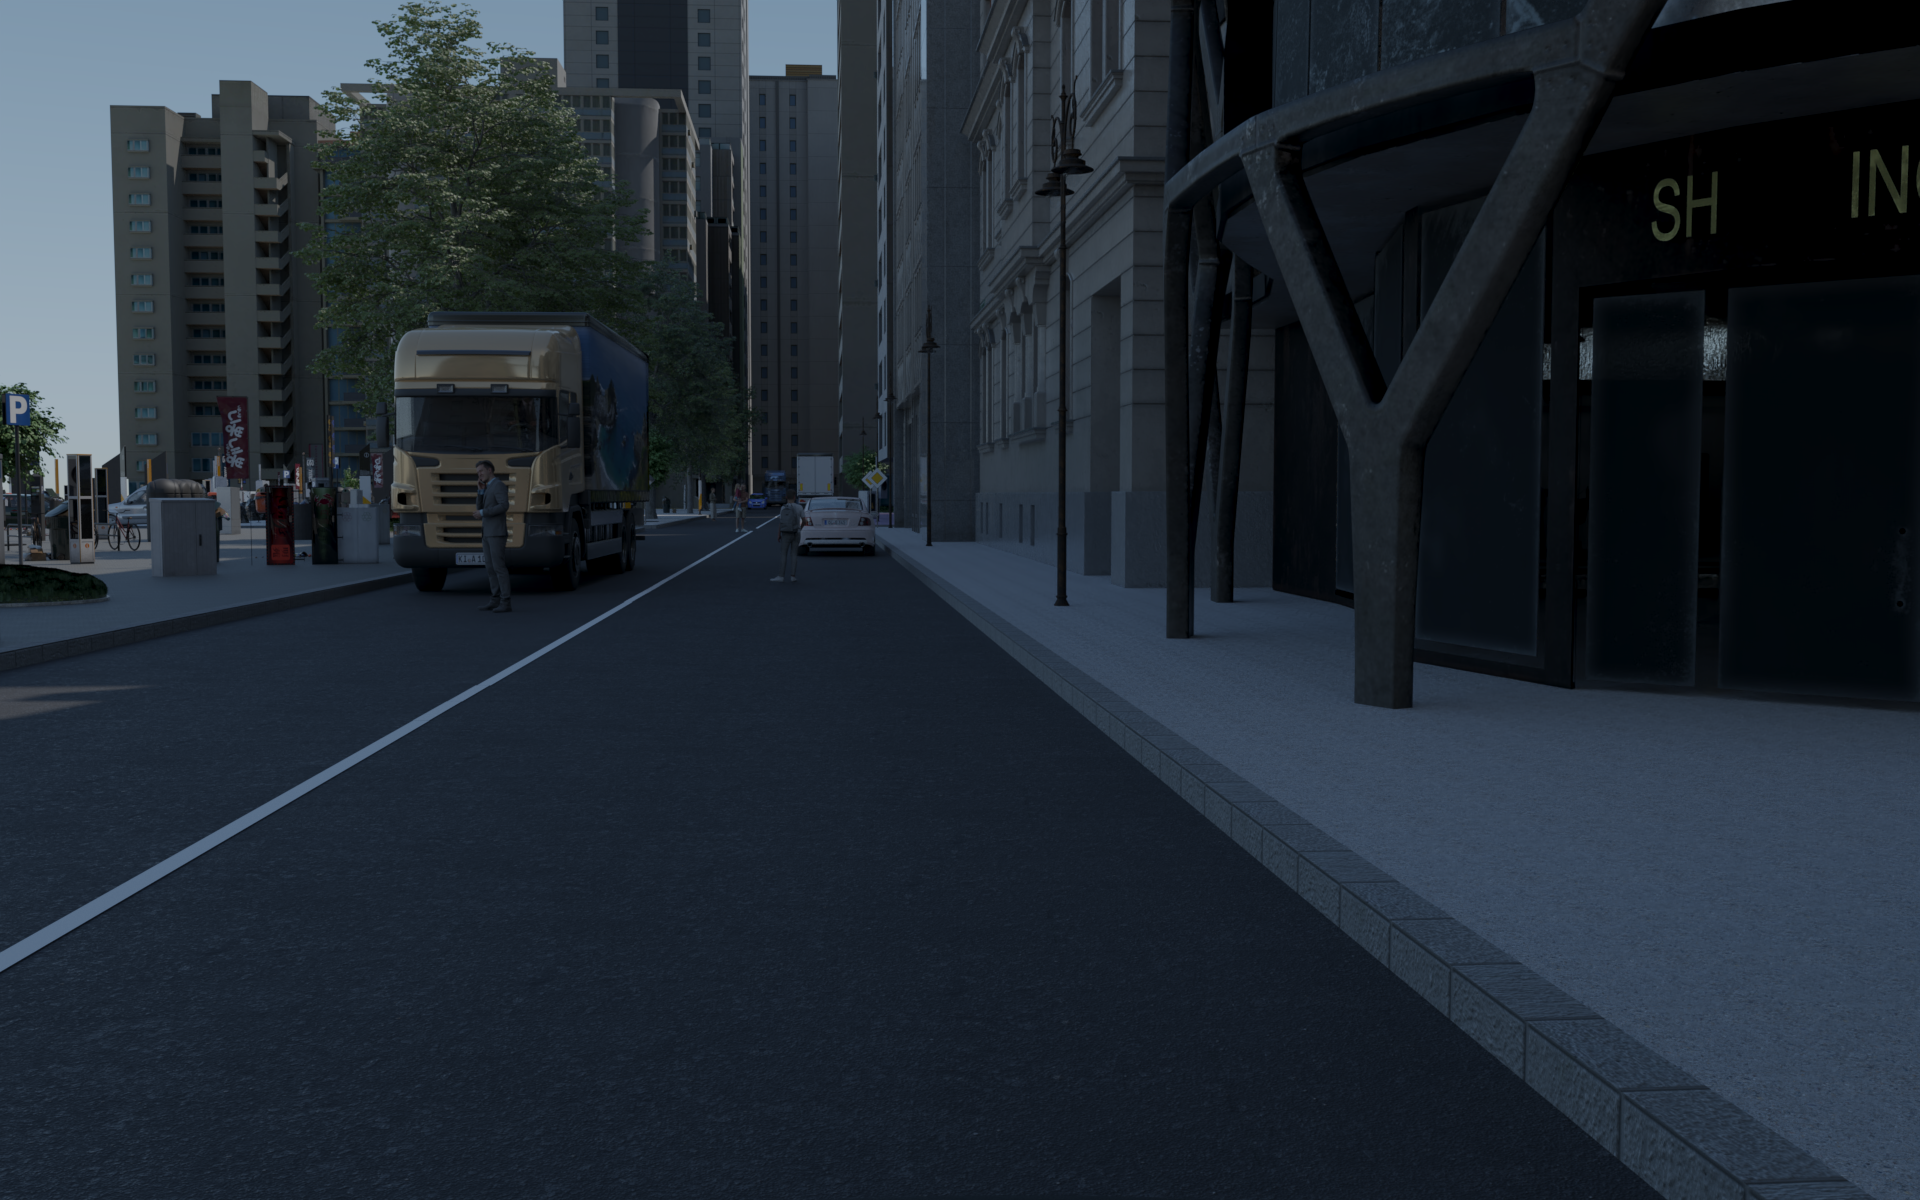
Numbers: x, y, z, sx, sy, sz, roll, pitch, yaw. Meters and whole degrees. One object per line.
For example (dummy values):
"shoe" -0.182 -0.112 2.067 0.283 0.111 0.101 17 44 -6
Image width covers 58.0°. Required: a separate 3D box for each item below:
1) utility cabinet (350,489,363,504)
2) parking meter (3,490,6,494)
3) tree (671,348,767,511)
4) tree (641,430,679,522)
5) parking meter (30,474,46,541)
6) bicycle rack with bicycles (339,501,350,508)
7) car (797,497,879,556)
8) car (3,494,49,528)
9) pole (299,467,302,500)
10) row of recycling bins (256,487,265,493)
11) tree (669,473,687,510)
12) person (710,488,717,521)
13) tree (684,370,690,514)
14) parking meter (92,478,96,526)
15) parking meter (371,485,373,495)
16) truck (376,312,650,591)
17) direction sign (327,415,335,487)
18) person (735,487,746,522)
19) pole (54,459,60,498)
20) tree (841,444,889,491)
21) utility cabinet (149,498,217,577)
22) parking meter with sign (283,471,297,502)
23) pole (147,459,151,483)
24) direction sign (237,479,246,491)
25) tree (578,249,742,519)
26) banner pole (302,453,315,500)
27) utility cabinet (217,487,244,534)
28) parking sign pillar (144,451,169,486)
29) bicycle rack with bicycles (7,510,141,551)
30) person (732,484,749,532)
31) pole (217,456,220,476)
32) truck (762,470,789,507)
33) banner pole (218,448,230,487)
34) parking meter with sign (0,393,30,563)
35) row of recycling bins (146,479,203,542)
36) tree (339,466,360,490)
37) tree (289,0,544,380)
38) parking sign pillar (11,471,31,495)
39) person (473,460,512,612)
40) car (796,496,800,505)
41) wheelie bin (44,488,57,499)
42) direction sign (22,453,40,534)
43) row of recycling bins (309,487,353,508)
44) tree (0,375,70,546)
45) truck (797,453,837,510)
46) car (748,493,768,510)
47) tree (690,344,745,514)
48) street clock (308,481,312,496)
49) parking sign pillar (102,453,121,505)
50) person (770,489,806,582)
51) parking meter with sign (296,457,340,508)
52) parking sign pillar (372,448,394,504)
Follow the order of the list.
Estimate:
"utility cabinet" -27.169 -4.242 78.041 0.318 1.500 1.173 0 4 -7
"parking meter" -62.846 -6.442 113.742 0.372 1.533 0.369 0 3 0
"tree" -19.448 -13.092 131.059 9.611 12.733 9.660 0 3 0
"tree" -14.585 -5.885 79.941 4.285 4.588 4.351 0 3 0
"parking meter" -25.215 -2.547 47.354 0.255 1.863 0.399 -1 4 -12
"bicycle rack with bicycles" -31.067 -4.372 84.857 2.852 0.926 2.925 -1 4 -16
"car" -2.986 -1.791 41.647 2.083 1.381 4.827 0 4 -4
"car" -36.354 -3.527 67.461 4.222 1.686 2.009 0 4 -6
"pole" -50.027 -8.416 131.438 0.158 3.312 0.155 0 3 0
"row of recycling bins" -38.225 -5.410 95.561 1.069 1.692 3.534 -2 4 -26
"tree" -22.464 -11.703 141.711 4.360 8.622 3.978 0 3 0
"person" -12.995 -5.037 91.405 0.362 1.759 0.519 1 4 13
"tree" -12.467 -8.069 50.050 7.486 12.596 7.792 0 3 0
"parking meter" -30.910 -3.451 62.128 0.255 1.863 0.399 -1 4 -9
"parking meter" -43.667 -7.524 128.735 0.399 1.863 0.255 3 5 45
"truck" -7.073 -2.451 28.992 2.839 4.237 11.283 0 4 -4
"direction sign" -18.156 -3.551 50.052 0.379 3.537 0.876 -1 4 -9
"person" -11.182 -4.844 87.877 0.709 1.800 0.728 2 4 26
"pole" -52.378 -6.522 100.479 0.158 3.312 0.155 0 3 0
"tree" -6.176 -7.960 113.859 4.285 4.588 4.351 0 3 0
"utility cabinet" -12.266 -0.992 27.383 0.306 1.237 1.020 2 4 26
"parking meter with sign" -49.794 -8.147 129.466 0.543 3.016 1.738 1 4 13
"pole" -47.360 -6.568 101.224 0.158 3.312 0.155 0 3 0
"direction sign" -55.820 -8.723 134.624 0.876 3.537 0.379 2 4 26
"tree" -16.043 -11.147 88.911 9.857 13.997 8.962 0 3 0
"banner pole" -39.398 -7.012 104.666 0.863 3.779 0.401 0 4 -6
"utility cabinet" -23.360 -2.854 55.346 0.318 1.500 1.173 -3 5 -43
"parking sign pillar" -49.862 -7.280 107.503 1.447 3.967 1.447 -1 4 -8
"bicycle rack with bicycles" -20.228 -1.581 39.228 2.852 0.926 2.925 -3 5 -44
"person" -8.306 -3.483 65.414 0.573 1.828 0.580 2 4 25
"pole" -40.052 -6.099 93.567 0.158 3.312 0.155 0 3 0
"truck" -21.559 -13.055 203.199 2.967 4.110 18.799 0 4 -5
"banner pole" -40.036 -6.371 94.182 0.401 3.779 0.863 2 4 32
"parking meter with sign" -17.234 -2.089 30.420 1.738 3.016 0.543 1 4 14
"row of recycling bins" -21.697 -2.502 48.020 1.069 1.692 3.534 -1 4 -12
"tree" -40.986 -7.430 116.085 1.663 3.219 1.824 0 3 0
"tree" -11.805 -7.495 40.666 7.486 12.596 7.792 0 3 0
"parking sign pillar" -71.211 -8.739 131.358 1.447 3.967 1.447 -1 4 -21
"person" -5.739 -0.786 21.157 0.447 1.846 0.655 -2 4 -35
"car" -14.246 -9.072 160.332 2.014 1.417 4.499 0 4 -5
"wheelie bin" -48.827 -5.194 92.828 0.693 1.594 0.980 0 4 4
"direction sign" -30.146 -3.905 55.845 0.876 3.537 0.379 -1 4 -18
"row of recycling bins" -36.853 -5.792 101.814 3.534 1.692 1.069 2 4 29
"tree" -23.977 -3.622 42.929 4.285 4.588 4.351 0 3 0
"truck" -10.302 -8.282 124.331 2.839 4.237 11.283 0 4 -4
"car" -18.824 -9.253 160.874 1.945 1.707 3.694 0 4 -5
"tree" -18.165 -11.959 113.650 7.486 12.596 7.792 0 3 0
"street clock" -36.688 -5.722 98.120 0.471 2.002 0.358 -1 4 -17
"parking sign pillar" -53.845 -7.446 110.218 1.447 3.967 1.447 0 4 -3
"person" -2.810 -1.057 28.373 0.523 1.515 0.503 3 4 37
"parking meter with sign" -29.842 -5.171 80.802 1.738 3.016 0.543 -3 5 -45
"parking sign pillar" -32.306 -6.661 97.382 1.447 3.967 1.447 0 4 -3
